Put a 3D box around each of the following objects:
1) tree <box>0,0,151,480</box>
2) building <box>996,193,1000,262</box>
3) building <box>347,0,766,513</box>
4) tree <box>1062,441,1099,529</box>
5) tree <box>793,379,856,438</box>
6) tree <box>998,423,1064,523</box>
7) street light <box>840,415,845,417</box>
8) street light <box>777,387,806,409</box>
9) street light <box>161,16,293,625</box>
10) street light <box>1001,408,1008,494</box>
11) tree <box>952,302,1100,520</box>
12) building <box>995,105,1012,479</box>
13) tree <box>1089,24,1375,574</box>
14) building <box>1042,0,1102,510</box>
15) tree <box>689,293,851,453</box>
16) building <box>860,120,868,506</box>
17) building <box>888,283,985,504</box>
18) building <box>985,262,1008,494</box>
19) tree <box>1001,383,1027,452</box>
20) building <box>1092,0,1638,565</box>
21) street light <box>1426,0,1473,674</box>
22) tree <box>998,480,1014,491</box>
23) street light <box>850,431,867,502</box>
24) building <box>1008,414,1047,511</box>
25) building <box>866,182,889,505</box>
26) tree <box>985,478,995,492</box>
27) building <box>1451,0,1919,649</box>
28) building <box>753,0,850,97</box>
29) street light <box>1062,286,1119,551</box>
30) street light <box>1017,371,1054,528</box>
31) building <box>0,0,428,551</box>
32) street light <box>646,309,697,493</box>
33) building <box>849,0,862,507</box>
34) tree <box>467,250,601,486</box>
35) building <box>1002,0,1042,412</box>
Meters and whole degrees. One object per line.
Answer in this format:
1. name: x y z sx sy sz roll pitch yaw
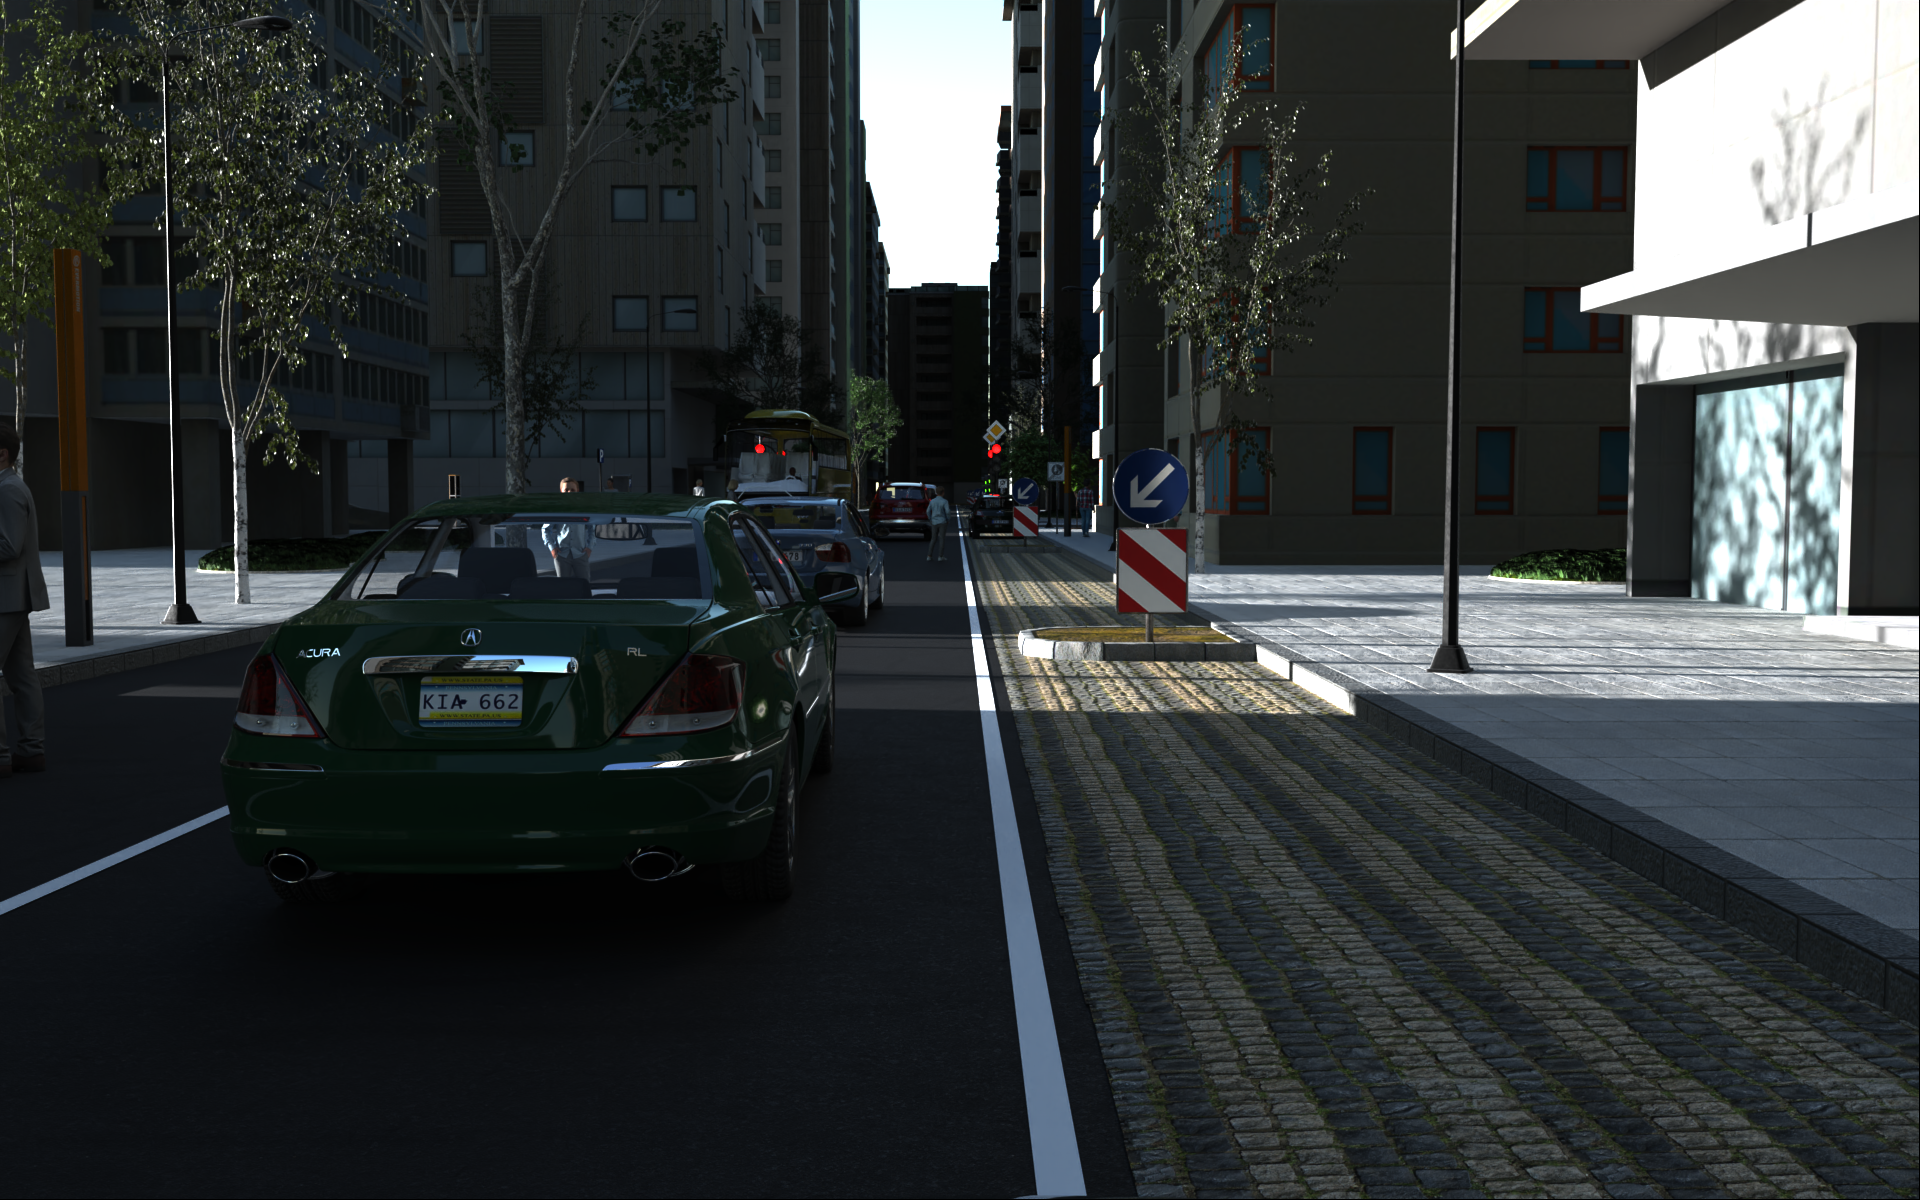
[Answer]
1. tree: -13.424 -4.507 24.047 4.737 8.622 4.395 0 3 0
2. building: 12.253 -36.046 239.457 14.200 45.320 14.600 0 4 0
3. building: -25.646 -31.116 97.991 28.713 52.752 27.495 0 4 0
4. tree: 4.434 -4.220 63.605 1.663 3.219 1.824 0 3 0
5. tree: -8.694 -9.606 107.417 4.360 8.622 3.978 0 3 0
6. tree: 3.397 -5.781 78.232 4.285 4.588 4.351 0 3 0
7. street light: -7.435 -7.906 101.796 1.470 5.913 1.316 0 4 0
8. street light: -7.367 -6.284 75.292 1.470 5.913 1.316 0 4 0
9. street light: -7.186 -2.719 16.997 1.470 5.913 1.316 0 4 0
10. street light: 2.711 -7.421 93.871 1.470 5.913 1.316 0 4 0
11. tree: 3.779 -9.204 84.901 8.767 10.594 7.601 0 4 1
12. building: 15.157 -32.959 193.496 22.147 44.769 28.867 0 4 0
13. tree: 4.069 -4.725 27.623 4.360 8.622 3.978 0 3 0
14. building: 12.080 -27.647 102.145 14.600 45.320 14.200 0 4 0
15. tree: -8.511 -8.946 80.687 7.601 10.594 8.767 1 4 16
16. building: -17.283 -30.597 183.853 14.154 41.232 14.086 0 4 0
17. building: -2.968 -28.633 239.852 14.107 30.474 14.160 0 4 0
18. building: 10.643 -27.169 215.920 14.160 30.474 14.107 0 4 0
19. tree: 4.449 -10.025 114.264 4.360 8.622 3.978 0 3 0
20. building: 18.458 -12.233 45.042 27.650 21.520 28.899 0 4 0
21. street light: 3.003 -2.435 12.359 1.470 5.913 1.316 0 4 0
22. tree: 3.560 -6.593 102.393 1.663 3.219 1.824 0 3 0
23. street light: -7.551 -9.527 128.300 1.470 5.913 1.316 0 4 0
24. building: 15.331 -50.078 131.440 22.319 86.520 31.000 0 4 0
25. building: -21.551 -31.532 207.434 23.993 40.220 32.217 0 4 0
26. tree: 3.896 -14.163 226.172 1.663 3.219 1.824 0 3 0
27. building: 19.475 -25.610 7.962 28.713 52.752 27.495 0 4 0
28. building: -15.487 -27.126 127.110 14.154 41.232 14.086 0 4 0
29. street light: 2.973 -4.056 38.863 1.470 5.913 1.316 0 4 0
30. street light: 2.847 -5.688 65.545 1.470 5.913 1.316 0 4 0
31. building: -28.429 -21.767 47.772 23.993 40.220 32.217 0 4 0
32. street light: -7.280 -4.340 43.501 1.470 5.913 1.316 0 4 0
33. building: -20.531 -37.905 161.739 21.231 58.520 28.212 0 4 0
34. tree: -13.385 -6.305 53.453 4.360 8.622 3.978 0 3 0
35. building: 18.712 -35.223 165.135 28.713 52.752 27.495 0 4 0
